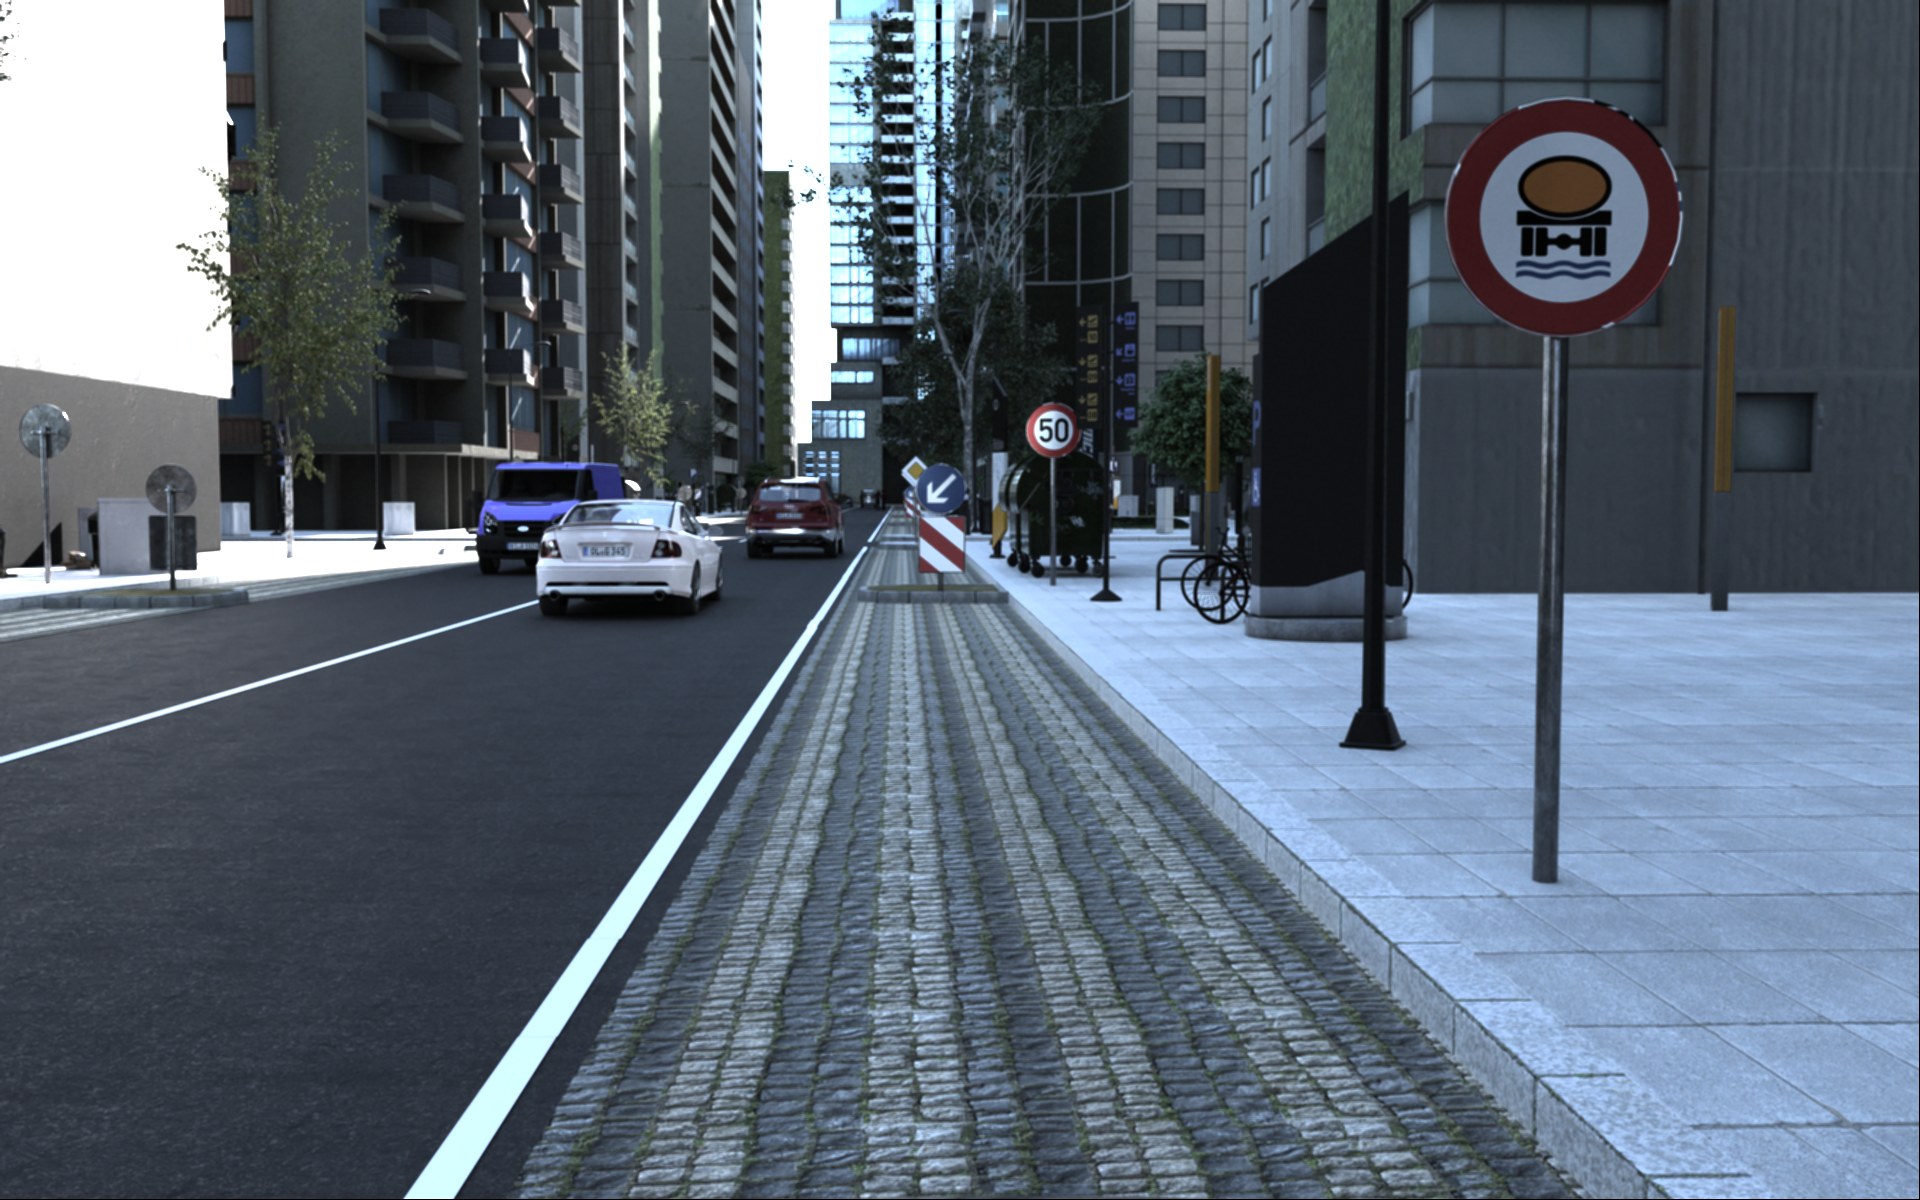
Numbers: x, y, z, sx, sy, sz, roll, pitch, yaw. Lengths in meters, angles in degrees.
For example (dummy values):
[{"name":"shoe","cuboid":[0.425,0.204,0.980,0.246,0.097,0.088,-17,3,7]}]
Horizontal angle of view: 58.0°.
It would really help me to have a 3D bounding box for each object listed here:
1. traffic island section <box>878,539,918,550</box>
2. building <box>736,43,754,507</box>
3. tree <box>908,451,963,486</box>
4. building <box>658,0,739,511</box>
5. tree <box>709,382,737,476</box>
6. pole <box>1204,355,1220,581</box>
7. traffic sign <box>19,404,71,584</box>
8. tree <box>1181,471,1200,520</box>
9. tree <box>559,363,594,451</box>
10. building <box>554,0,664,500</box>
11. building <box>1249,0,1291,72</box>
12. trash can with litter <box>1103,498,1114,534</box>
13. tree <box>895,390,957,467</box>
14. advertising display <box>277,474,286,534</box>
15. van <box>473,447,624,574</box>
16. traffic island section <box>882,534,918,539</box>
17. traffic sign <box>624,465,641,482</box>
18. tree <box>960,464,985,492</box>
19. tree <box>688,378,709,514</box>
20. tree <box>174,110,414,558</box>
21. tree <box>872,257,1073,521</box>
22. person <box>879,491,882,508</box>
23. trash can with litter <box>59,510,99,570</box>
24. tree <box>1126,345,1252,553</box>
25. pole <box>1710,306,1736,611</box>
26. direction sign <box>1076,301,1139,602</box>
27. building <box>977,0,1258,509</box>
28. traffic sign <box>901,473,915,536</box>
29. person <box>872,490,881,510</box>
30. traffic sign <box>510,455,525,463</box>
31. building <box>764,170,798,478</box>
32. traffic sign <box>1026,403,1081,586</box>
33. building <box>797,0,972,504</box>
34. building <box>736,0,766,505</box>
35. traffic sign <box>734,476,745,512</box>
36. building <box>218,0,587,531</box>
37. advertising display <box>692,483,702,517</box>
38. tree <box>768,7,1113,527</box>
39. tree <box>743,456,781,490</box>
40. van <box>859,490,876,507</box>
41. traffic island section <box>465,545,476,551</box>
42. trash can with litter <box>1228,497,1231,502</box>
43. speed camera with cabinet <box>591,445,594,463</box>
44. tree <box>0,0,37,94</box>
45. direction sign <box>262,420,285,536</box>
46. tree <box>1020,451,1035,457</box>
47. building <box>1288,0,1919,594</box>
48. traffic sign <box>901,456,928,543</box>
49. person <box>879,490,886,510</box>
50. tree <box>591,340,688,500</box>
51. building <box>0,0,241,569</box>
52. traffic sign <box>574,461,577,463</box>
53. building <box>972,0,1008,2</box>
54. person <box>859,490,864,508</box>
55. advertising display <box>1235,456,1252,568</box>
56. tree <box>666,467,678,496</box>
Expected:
[{"name":"traffic island section","cuboid":[-1.124,-1.413,45.376,2.009,0.180,2.903,0,4,-2]},{"name":"building","cuboid":[-28.029,-31.849,170.845,14.600,45.320,14.200,0,4,-2]},{"name":"tree","cuboid":[-1.364,-7.745,110.350,4.285,4.588,4.351,0,3,0]},{"name":"building","cuboid":[-29.366,-31.432,137.613,21.300,48.544,21.600,0,4,-2]},{"name":"tree","cuboid":[-16.786,-9.963,113.257,4.360,8.622,3.978,0,3,0]},{"name":"pole","cuboid":[3.731,-1.942,25.593,0.158,3.312,0.155,0,3,0]},{"name":"traffic sign","cuboid":[-12.989,-1.498,24.593,0.768,2.556,0.104,0,4,6]},{"name":"tree","cuboid":[11.546,-5.491,84.387,1.663,3.219,1.824,0,3,0]},{"name":"tree","cuboid":[-22.123,-8.713,92.820,4.737,8.622,4.395,0,3,0]},{"name":"building","cuboid":[-25.640,-25.626,102.583,14.154,41.232,14.086,0,4,-2]},{"name":"building","cuboid":[27.207,-29.387,69.721,27.495,52.752,28.713,0,4,-2]},{"name":"trash can with litter","cuboid":[4.334,-2.670,55.036,1.055,1.170,0.624,-1,4,-12]},{"name":"tree","cuboid":[-1.687,-12.312,135.715,7.601,10.594,8.767,1,4,17]},{"name":"advertising display","cuboid":[-22.175,-3.149,56.701,0.123,1.923,0.974,-1,4,-10]},{"name":"van","cuboid":[-7.699,-1.744,32.892,2.240,2.365,5.245,0,4,-1]},{"name":"traffic island section","cuboid":[-1.396,-1.901,53.356,2.009,0.180,2.903,0,4,-2]},{"name":"traffic sign","cuboid":[-14.556,-4.687,76.633,0.884,2.594,0.081,0,4,6]},{"name":"tree","cuboid":[0.611,-6.087,94.122,1.663,3.219,1.824,0,3,0]},{"name":"tree","cuboid":[-16.274,-8.758,93.557,4.360,8.622,3.978,0,3,0]},{"name":"tree","cuboid":[-13.147,-5.140,34.397,4.737,8.622,4.395,0,3,0]},{"name":"tree","cuboid":[0.644,-10.198,83.748,9.611,12.733,9.660,0,3,0]},{"name":"person","cuboid":[-8.100,-10.102,174.340,0.551,1.740,0.621,-1,4,-21]},{"name":"trash can with litter","cuboid":[-14.802,-1.118,29.668,0.624,1.170,1.055,2,4,32]},{"name":"tree","cuboid":[5.386,-3.330,38.163,4.285,4.588,4.351,0,3,0]},{"name":"pole","cuboid":[8.355,-1.537,18.967,0.158,3.312,0.155,0,3,0]},{"name":"direction sign","cuboid":[1.757,-1.757,20.731,0.876,3.537,0.379,3,5,40]},{"name":"building","cuboid":[11.739,-41.245,112.611,20.563,71.187,20.611,0,4,-2]},{"name":"traffic sign","cuboid":[-1.419,-3.036,53.278,0.795,2.450,0.064,0,4,-2]},{"name":"person","cuboid":[-7.298,-8.915,154.390,1.348,1.807,0.705,-2,4,-29]},{"name":"traffic sign","cuboid":[-11.487,-2.528,44.968,0.795,2.450,0.064,0,4,-2]},{"name":"building","cuboid":[-28.031,-32.855,220.780,14.086,41.232,14.154,0,4,-2]},{"name":"traffic sign","cuboid":[1.307,-1.475,24.230,0.768,2.556,0.104,0,4,0]},{"name":"building","cuboid":[-5.045,-55.733,223.913,31.000,86.520,22.319,0,4,-2]},{"name":"building","cuboid":[-35.785,-39.578,189.094,28.212,58.520,21.231,0,4,-2]},{"name":"traffic sign","cuboid":[-15.961,-7.665,125.434,0.768,2.556,0.104,0,4,1]},{"name":"building","cuboid":[-28.280,-25.545,72.282,22.147,44.769,28.867,0,4,-2]},{"name":"advertising display","cuboid":[-14.846,-5.660,97.756,0.123,1.923,0.974,1,4,17]},{"name":"tree","cuboid":[-0.701,-13.006,68.531,12.611,20.169,13.585,0,3,0]},{"name":"tree","cuboid":[-16.990,-10.090,148.685,4.285,4.588,4.351,0,3,0]},{"name":"van","cuboid":[-9.818,-10.967,186.319,2.013,2.044,4.112,0,4,-2]},{"name":"traffic island section","cuboid":[-11.510,-1.391,45.029,2.009,0.180,2.903,0,4,-2]},{"name":"trash can with litter","cuboid":[14.914,-5.088,94.572,1.055,1.170,0.624,0,4,0]},{"name":"speed camera with cabinet","cuboid":[-14.414,-4.564,68.955,0.660,3.252,2.038,-1,4,-14]},{"name":"tree","cuboid":[-13.491,-6.348,14.165,12.009,13.543,11.850,0,3,0]},{"name":"direction sign","cuboid":[-21.118,-3.755,53.387,0.876,3.537,0.379,1,4,23]},{"name":"tree","cuboid":[2.187,-2.888,41.814,1.663,3.219,1.824,0,3,0]},{"name":"building","cuboid":[12.646,-21.068,28.051,14.154,41.232,14.086,0,4,-2]},{"name":"traffic sign","cuboid":[-1.148,-2.548,45.298,0.795,2.450,0.064,0,4,-2]},{"name":"person","cuboid":[-6.725,-8.740,151.357,0.705,1.831,1.348,2,4,24]},{"name":"tree","cuboid":[-15.428,-8.082,82.498,4.360,8.622,3.978,0,3,0]},{"name":"building","cuboid":[-24.705,-10.111,32.771,16.811,18.784,16.820,0,4,-2]},{"name":"traffic sign","cuboid":[-11.758,-3.016,52.948,0.795,2.450,0.064,0,4,-2]},{"name":"building","cuboid":[11.846,-32.774,155.463,23.786,49.044,30.456,0,4,-2]},{"name":"person","cuboid":[-10.209,-10.476,179.877,0.705,1.812,1.348,1,4,10]},{"name":"advertising display","cuboid":[4.937,-1.521,30.088,0.123,1.923,0.974,1,4,21]},{"name":"tree","cuboid":[-20.460,-7.749,121.296,1.663,3.219,1.824,0,3,0]}]
